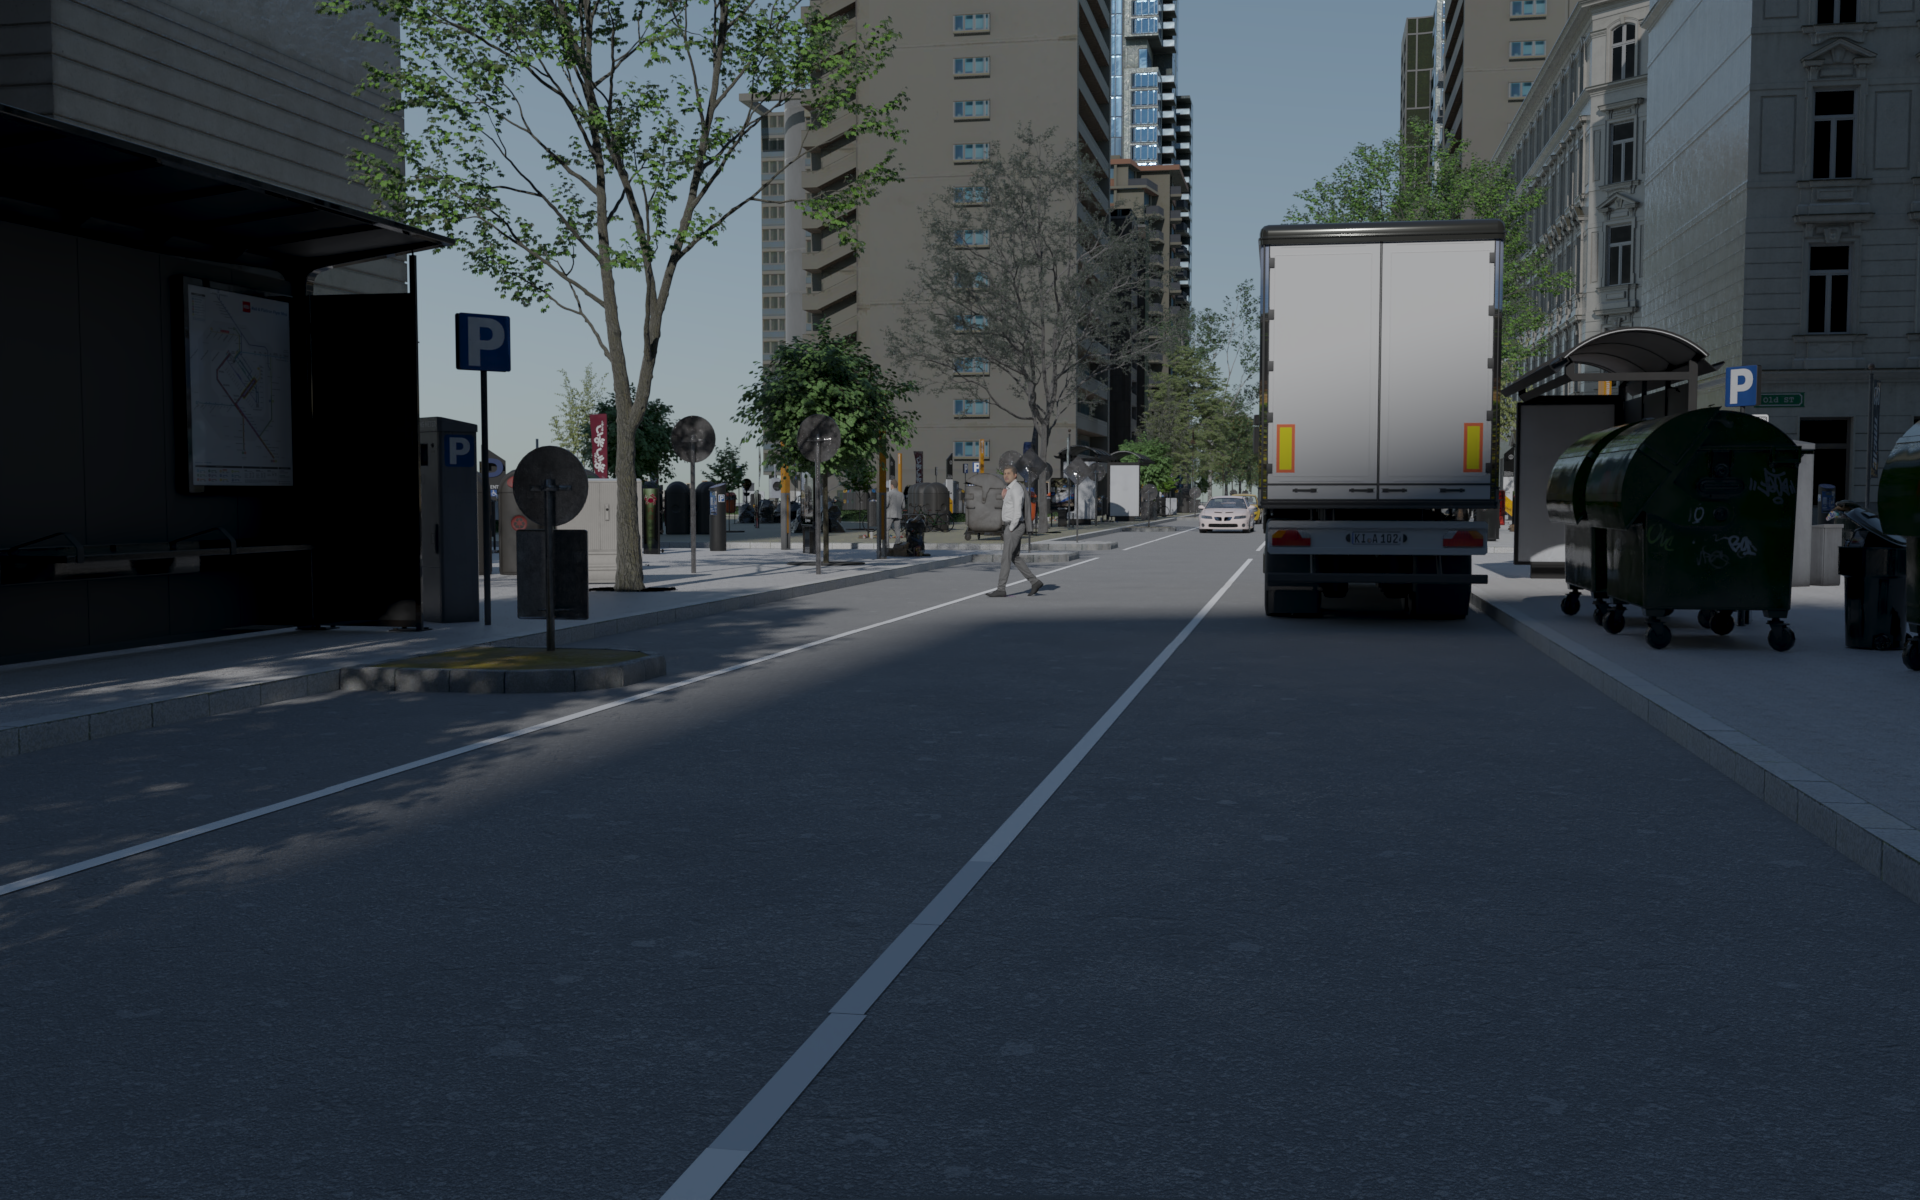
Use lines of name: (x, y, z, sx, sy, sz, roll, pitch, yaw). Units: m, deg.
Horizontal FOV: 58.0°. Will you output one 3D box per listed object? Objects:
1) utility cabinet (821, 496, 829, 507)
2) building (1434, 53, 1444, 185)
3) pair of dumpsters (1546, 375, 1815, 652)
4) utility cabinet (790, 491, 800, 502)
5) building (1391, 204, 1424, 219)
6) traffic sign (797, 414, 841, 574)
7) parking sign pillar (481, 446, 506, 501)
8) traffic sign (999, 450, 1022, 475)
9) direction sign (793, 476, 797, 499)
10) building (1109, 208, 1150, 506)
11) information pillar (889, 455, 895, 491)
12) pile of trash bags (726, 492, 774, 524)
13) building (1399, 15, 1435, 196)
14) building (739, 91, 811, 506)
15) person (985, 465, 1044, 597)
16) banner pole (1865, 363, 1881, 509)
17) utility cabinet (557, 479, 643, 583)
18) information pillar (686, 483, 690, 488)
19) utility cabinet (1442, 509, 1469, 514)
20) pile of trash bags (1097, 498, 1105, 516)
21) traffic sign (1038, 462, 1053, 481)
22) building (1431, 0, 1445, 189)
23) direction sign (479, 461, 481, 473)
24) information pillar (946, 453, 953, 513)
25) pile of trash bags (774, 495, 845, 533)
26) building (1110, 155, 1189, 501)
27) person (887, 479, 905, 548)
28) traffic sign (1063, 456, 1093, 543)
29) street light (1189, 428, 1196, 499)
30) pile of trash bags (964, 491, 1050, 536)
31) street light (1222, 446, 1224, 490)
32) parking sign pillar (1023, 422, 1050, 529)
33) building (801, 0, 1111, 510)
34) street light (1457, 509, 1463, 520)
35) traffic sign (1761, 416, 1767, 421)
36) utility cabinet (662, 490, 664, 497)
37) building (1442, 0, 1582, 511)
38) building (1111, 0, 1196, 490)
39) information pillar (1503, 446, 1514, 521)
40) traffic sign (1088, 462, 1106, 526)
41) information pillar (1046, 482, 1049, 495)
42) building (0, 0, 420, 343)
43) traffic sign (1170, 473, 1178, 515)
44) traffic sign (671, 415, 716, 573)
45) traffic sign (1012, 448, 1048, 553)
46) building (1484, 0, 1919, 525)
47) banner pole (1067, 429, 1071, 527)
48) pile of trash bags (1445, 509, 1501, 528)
utility cabinet: (-5.625, -3.575, 69.616, 0.306, 1.237, 1.020, -2, 4, -29)
building: (56.975, -33.330, 164.555, 23.786, 49.044, 30.456, 1, 4, 11)
pair of dumpsters: (6.568, -0.834, 16.128, 1.574, 2.255, 4.437, 1, 4, 11)
utility cabinet: (-11.426, -6.761, 119.218, 1.173, 1.500, 0.318, 3, 4, 38)
building: (67.291, -34.213, 242.978, 14.154, 41.232, 14.086, 1, 4, 11)
traffic sign: (-2.263, -1.681, 27.595, 0.768, 2.556, 0.104, 1, 4, 20)
parking sign pillar: (-25.359, -6.467, 94.215, 1.447, 3.967, 1.447, -1, 4, -14)
traffic sign: (1.499, -3.087, 50.585, 0.768, 2.556, 0.104, 1, 4, 12)
direction sign: (-9.743, -6.749, 102.337, 0.379, 3.537, 0.876, -1, 4, -16)
building: (11.466, -24.669, 175.032, 14.160, 30.474, 14.107, 1, 4, 11)
information pillar: (-3.968, -6.719, 101.211, 0.183, 3.616, 0.504, 2, 4, 35)
pile of trash bags: (-9.014, -4.030, 75.638, 1.912, 1.369, 3.447, 3, 4, 37)
building: (74.097, -50.173, 258.578, 20.563, 71.187, 20.611, 1, 4, 11)
building: (-1.132, -28.500, 157.862, 32.217, 40.220, 23.993, 1, 4, 11)
person: (0.752, -0.951, 24.156, 0.850, 1.850, 0.679, -1, 4, -9)
banner pole: (17.563, -2.650, 33.339, 0.401, 3.779, 0.863, 3, 5, 43)
utility cabinet: (-5.139, -0.980, 24.695, 1.173, 1.500, 0.318, -1, 4, -16)
information pillar: (-18.476, -6.953, 118.179, 0.304, 2.012, 0.304, 1, 4, 13)
utility cabinet: (20.336, -3.825, 71.214, 0.318, 1.500, 1.173, -3, 4, -36)
pile of trash bags: (6.829, -5.701, 102.970, 3.447, 1.369, 1.912, -1, 4, -11)
traffic sign: (3.261, -4.146, 67.892, 0.768, 2.556, 0.104, 1, 4, 21)
building: (68.345, -55.369, 217.947, 22.319, 86.520, 31.000, 1, 4, 11)
direction sign: (-33.070, -7.822, 119.881, 0.379, 3.537, 0.876, 0, 4, 7)
information pillar: (-0.592, -6.525, 98.034, 0.183, 3.616, 0.504, 3, 5, 42)
pile of trash bags: (-5.042, -2.989, 58.621, 1.912, 1.369, 3.447, -1, 4, -13)
building: (18.179, -34.986, 226.646, 22.147, 44.769, 28.867, 1, 4, 11)
person: (-1.713, -2.125, 43.444, 0.606, 1.804, 0.583, -3, 5, -40)
traffic sign: (3.091, -2.564, 45.564, 0.795, 2.450, 0.064, 1, 4, 11)
street light: (16.343, -9.098, 121.538, 0.468, 5.910, 1.993, 1, 4, 11)
pile of trash bags: (1.524, -2.690, 53.734, 1.912, 1.369, 3.447, -2, 4, -24)
street light: (25.060, -11.750, 164.907, 0.468, 5.910, 1.993, 1, 4, 11)
parking sign pillar: (2.625, -4.619, 63.995, 1.447, 3.967, 1.447, 0, 4, 8)
building: (-0.175, -31.211, 134.000, 21.300, 48.544, 21.600, 1, 4, 11)
street light: (10.303, -3.839, 35.549, 0.468, 5.910, 1.993, 1, 4, 11)
traffic sign: (10.117, -1.244, 22.462, 0.606, 2.300, 0.079, 1, 4, 14)
utility cabinet: (-16.840, -5.610, 100.399, 1.173, 1.500, 0.318, 0, 4, 5)
building: (50.508, -31.539, 139.368, 21.300, 48.544, 21.600, 1, 4, 11)
building: (24.112, -57.614, 254.665, 22.319, 86.520, 31.000, 1, 4, 11)
information pillar: (26.435, -5.630, 83.411, 0.504, 3.616, 0.183, 1, 4, 17)
traffic sign: (5.482, -4.265, 69.833, 0.768, 2.556, 0.104, 1, 4, 18)
information pillar: (5.227, -6.167, 105.319, 0.304, 2.012, 0.304, -1, 4, -10)
building: (-19.832, -11.003, 29.053, 18.267, 20.994, 9.793, 1, 4, 11)
traffic sign: (12.535, -6.312, 103.204, 0.884, 2.594, 0.081, 1, 4, 19)
traffic sign: (-4.326, -1.709, 28.049, 0.768, 2.556, 0.104, 1, 4, 12)
traffic sign: (1.518, -2.085, 37.735, 0.795, 2.450, 0.064, 1, 4, 11)
building: (38.810, -19.330, 92.463, 17.030, 29.872, 44.131, 1, 4, 11)
banner pole: (4.179, -4.694, 66.762, 0.401, 3.779, 0.863, 0, 4, -5)
pile of trash bags: (19.888, -3.378, 64.976, 3.447, 1.369, 1.912, 1, 4, 21)
